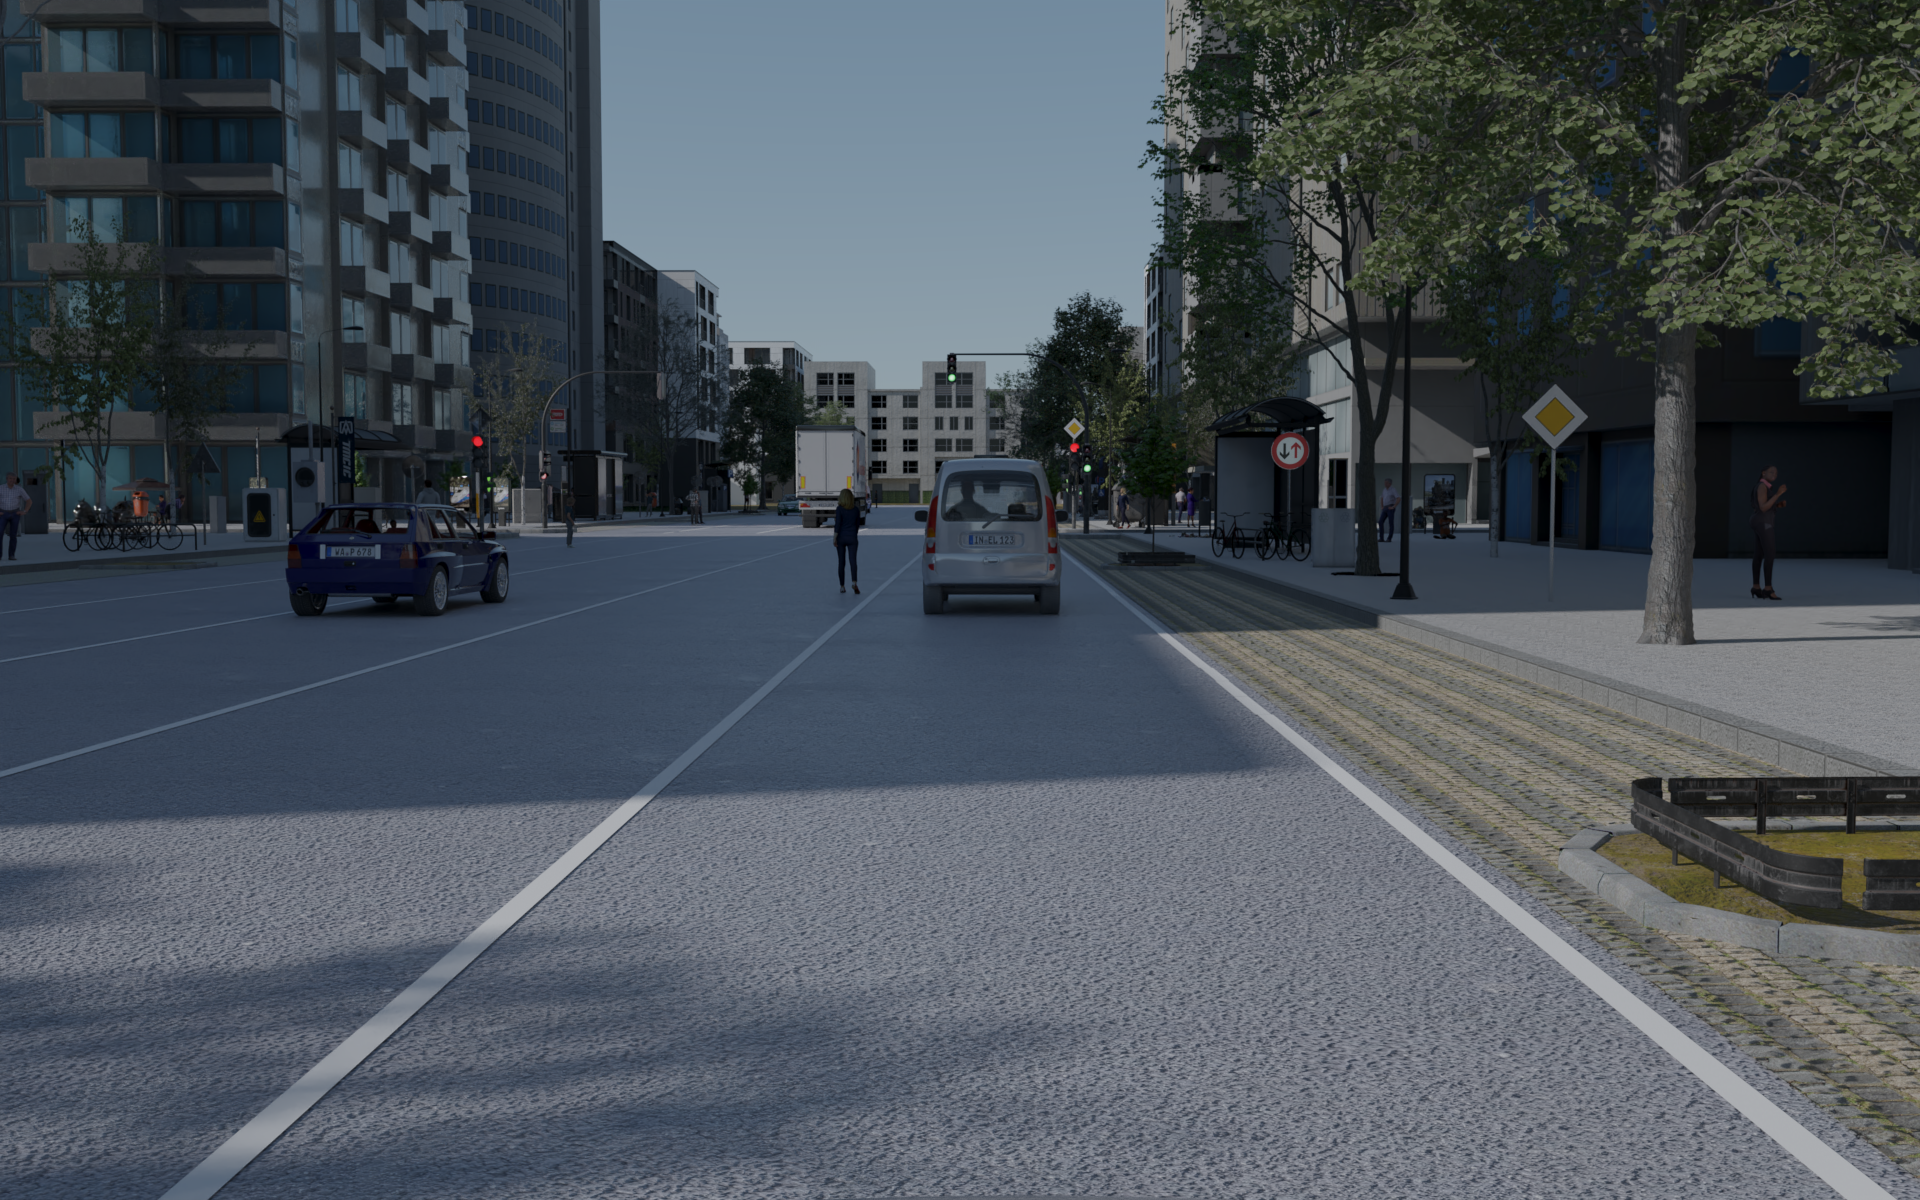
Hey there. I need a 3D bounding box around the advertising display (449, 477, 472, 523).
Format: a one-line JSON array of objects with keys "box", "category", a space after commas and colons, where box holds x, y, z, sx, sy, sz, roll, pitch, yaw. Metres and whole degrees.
[{"box": [-18.540, -3.614, 64.305, 0.974, 1.923, 0.123, 2, 4, 25], "category": "advertising display"}]

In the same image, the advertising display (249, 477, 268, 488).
[{"box": [-26.909, -3.749, 66.502, 0.974, 1.923, 0.123, 2, 4, 30], "category": "advertising display"}]

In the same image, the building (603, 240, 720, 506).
[{"box": [-38.080, -19.095, 156.185, 27.936, 21.610, 32.646, 0, 4, 1], "category": "building"}]

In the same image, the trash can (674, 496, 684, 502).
[{"box": [-18.414, -6.217, 113.302, 0.748, 1.137, 0.748, 0, 3, 0], "category": "trash can"}]

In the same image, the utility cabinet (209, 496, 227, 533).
[{"box": [-24.383, -2.799, 56.926, 0.306, 1.237, 1.020, -3, 4, -36], "category": "utility cabinet"}]

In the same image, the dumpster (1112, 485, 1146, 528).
[{"box": [6.443, -3.668, 65.729, 1.264, 1.857, 1.865, 0, 4, 1], "category": "dumpster"}]

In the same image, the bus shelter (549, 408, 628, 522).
[{"box": [-18.060, -6.489, 83.727, 2.179, 5.291, 8.768, 0, 4, 1], "category": "bus shelter"}]

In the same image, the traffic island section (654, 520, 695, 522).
[{"box": [-14.670, -4.093, 89.792, 1.991, 0.108, 1.994, 0, 4, 1], "category": "traffic island section"}]

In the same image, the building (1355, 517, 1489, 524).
[{"box": [29.300, -30.265, 84.066, 27.495, 52.752, 28.713, 0, 4, 1], "category": "building"}]

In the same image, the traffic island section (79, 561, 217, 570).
[{"box": [-15.621, -0.659, 33.633, 1.991, 0.108, 1.994, 0, 4, 1], "category": "traffic island section"}]

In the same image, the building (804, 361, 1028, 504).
[{"box": [-4.870, -22.778, 238.884, 31.486, 18.905, 16.747, 0, 4, 1], "category": "building"}]

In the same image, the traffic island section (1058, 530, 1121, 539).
[{"box": [4.096, -2.062, 55.987, 2.009, 0.180, 2.903, 0, 4, 1], "category": "traffic island section"}]

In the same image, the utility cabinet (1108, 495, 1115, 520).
[{"box": [7.683, -4.591, 86.221, 0.306, 1.237, 1.020, 1, 4, 21], "category": "utility cabinet"}]

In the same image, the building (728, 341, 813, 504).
[{"box": [-38.138, -24.552, 245.401, 32.646, 21.610, 27.936, 0, 4, 1], "category": "building"}]

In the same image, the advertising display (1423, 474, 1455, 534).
[{"box": [15.327, -3.070, 55.408, 0.974, 1.923, 0.123, 1, 4, 12], "category": "advertising display"}]

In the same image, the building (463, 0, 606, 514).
[{"box": [-39.164, -35.576, 123.666, 21.231, 58.520, 28.212, 0, 4, 1], "category": "building"}]

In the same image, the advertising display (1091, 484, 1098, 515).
[{"box": [8.499, -6.306, 108.311, 0.123, 1.923, 0.974, -3, 4, -37], "category": "advertising display"}]

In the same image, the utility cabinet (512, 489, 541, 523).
[{"box": [-18.760, -4.058, 75.034, 1.173, 1.500, 0.318, -1, 4, -23], "category": "utility cabinet"}]

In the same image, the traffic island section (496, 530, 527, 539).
[{"box": [-15.562, -2.082, 56.323, 2.009, 0.180, 2.903, 0, 4, 1], "category": "traffic island section"}]

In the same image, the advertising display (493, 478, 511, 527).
[{"box": [-18.173, -3.885, 68.727, 0.974, 1.923, 0.123, 3, 4, 37], "category": "advertising display"}]

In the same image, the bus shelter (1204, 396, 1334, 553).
[{"box": [6.782, -2.734, 38.623, 2.014, 3.302, 5.546, 0, 4, 1], "category": "bus shelter"}]

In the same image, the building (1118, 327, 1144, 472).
[{"box": [25.321, -19.864, 191.233, 16.747, 18.905, 31.486, 0, 4, 1], "category": "building"}]

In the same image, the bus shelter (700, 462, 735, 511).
[{"box": [-18.182, -8.481, 129.951, 1.731, 3.624, 6.357, 0, 4, 1], "category": "bus shelter"}]

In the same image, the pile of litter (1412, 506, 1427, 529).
[{"box": [16.713, -3.068, 64.132, 1.176, 0.858, 1.719, 3, 5, 40], "category": "pile of litter"}]

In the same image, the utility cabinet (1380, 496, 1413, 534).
[{"box": [14.171, -2.760, 56.283, 1.020, 1.237, 0.306, 1, 4, 11], "category": "utility cabinet"}]

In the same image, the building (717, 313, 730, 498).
[{"box": [-31.884, -19.685, 178.277, 16.016, 20.091, 11.380, 0, 4, 1], "category": "building"}]

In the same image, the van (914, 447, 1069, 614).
[{"box": [0.400, -0.917, 21.998, 2.013, 2.044, 4.112, 0, 4, 1], "category": "van"}]

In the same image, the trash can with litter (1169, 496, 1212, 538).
[{"box": [7.106, -2.467, 51.397, 1.678, 1.210, 2.233, -2, 4, -30], "category": "trash can with litter"}]

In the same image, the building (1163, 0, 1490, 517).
[{"box": [29.344, -32.712, 124.082, 28.713, 52.752, 27.495, 0, 4, 1], "category": "building"}]

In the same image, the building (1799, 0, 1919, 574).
[{"box": [21.190, -20.907, 25.432, 14.154, 41.232, 14.086, 0, 4, 1], "category": "building"}]

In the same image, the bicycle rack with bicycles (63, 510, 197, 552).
[{"box": [-18.918, -1.587, 39.335, 2.852, 0.926, 2.925, 2, 4, 34], "category": "bicycle rack with bicycles"}]

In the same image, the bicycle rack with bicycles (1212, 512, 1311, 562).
[{"box": [6.441, -1.265, 34.064, 2.852, 0.926, 2.925, -1, 4, -8], "category": "bicycle rack with bicycles"}]

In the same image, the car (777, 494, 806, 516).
[{"box": [-11.090, -6.362, 115.812, 2.131, 1.459, 4.920, 0, 4, 1], "category": "car"}]

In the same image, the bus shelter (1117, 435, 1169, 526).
[{"box": [7.585, -4.926, 71.826, 1.731, 3.624, 6.357, 0, 4, 1], "category": "bus shelter"}]

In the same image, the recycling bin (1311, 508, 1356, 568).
[{"box": [6.580, -1.101, 30.558, 0.722, 1.027, 0.722, 1, 4, 9], "category": "recycling bin"}]

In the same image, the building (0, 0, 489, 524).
[{"box": [-38.009, -28.530, 86.072, 23.786, 49.044, 30.456, 0, 4, 1], "category": "building"}]

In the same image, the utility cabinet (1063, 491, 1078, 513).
[{"box": [7.509, -6.666, 117.665, 1.173, 1.500, 0.318, -3, 5, -41], "category": "utility cabinet"}]

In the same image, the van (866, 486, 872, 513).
[{"box": [-7.702, -7.596, 128.584, 2.240, 2.365, 5.245, 0, 4, 1], "category": "van"}]

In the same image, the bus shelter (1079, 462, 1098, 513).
[{"box": [8.460, -7.491, 113.766, 1.731, 3.624, 6.357, 0, 4, 1], "category": "bus shelter"}]

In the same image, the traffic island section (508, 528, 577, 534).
[{"box": [-15.427, -2.570, 64.307, 2.009, 0.180, 2.903, 0, 4, 1], "category": "traffic island section"}]

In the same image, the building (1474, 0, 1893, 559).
[{"box": [21.002, -23.818, 39.543, 14.600, 45.320, 14.200, 0, 4, 1], "category": "building"}]

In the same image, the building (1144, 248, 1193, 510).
[{"box": [30.573, -19.256, 158.812, 27.936, 21.610, 32.646, 0, 4, 1], "category": "building"}]

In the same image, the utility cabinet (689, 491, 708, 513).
[{"box": [-17.183, -6.436, 113.908, 1.173, 1.500, 0.318, -1, 4, -15], "category": "utility cabinet"}]

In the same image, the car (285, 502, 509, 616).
[{"box": [-6.914, -0.556, 21.675, 1.945, 1.354, 3.894, 0, 4, 2], "category": "car"}]

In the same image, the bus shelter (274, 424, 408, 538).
[{"box": [-18.651, -3.588, 52.591, 2.014, 3.302, 5.546, 0, 4, 1], "category": "bus shelter"}]

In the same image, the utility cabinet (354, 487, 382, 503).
[{"box": [-19.534, -2.952, 56.946, 1.173, 1.500, 0.318, 2, 4, 28], "category": "utility cabinet"}]

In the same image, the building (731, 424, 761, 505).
[{"box": [-37.864, -16.045, 204.477, 28.070, 9.664, 9.099, 0, 4, 1], "category": "building"}]

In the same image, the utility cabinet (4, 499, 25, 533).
[{"box": [-31.080, -2.785, 56.694, 1.020, 1.237, 0.306, 0, 4, 2], "category": "utility cabinet"}]

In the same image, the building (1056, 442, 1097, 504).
[{"box": [25.291, -17.942, 235.498, 28.070, 9.664, 9.099, 0, 4, 1], "category": "building"}]
